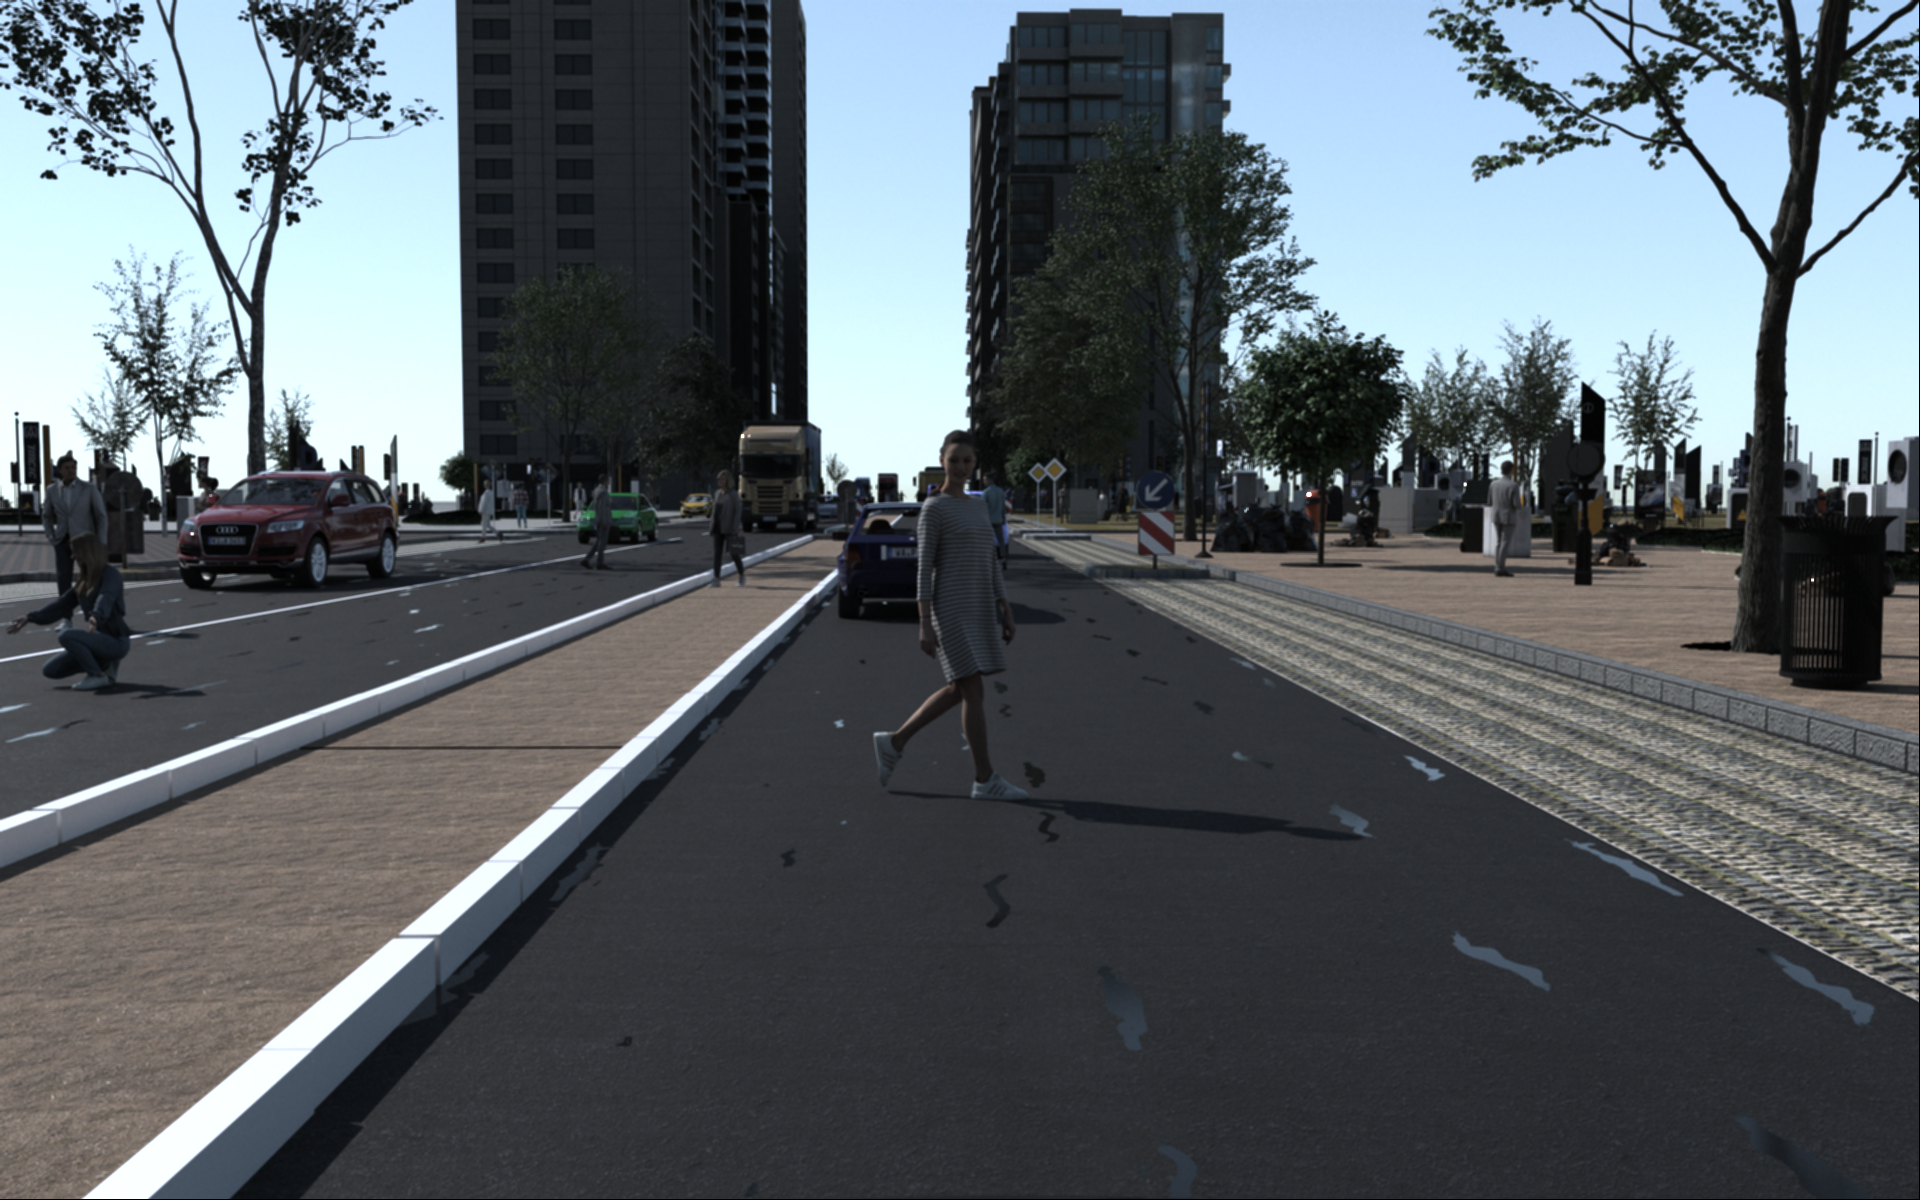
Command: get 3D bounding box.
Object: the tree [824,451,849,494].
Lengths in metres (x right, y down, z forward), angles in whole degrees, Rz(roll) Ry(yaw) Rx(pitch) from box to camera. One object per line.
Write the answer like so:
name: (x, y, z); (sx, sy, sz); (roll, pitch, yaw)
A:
tree: (-21.372, -21.171, 296.514); (4.737, 8.622, 4.395); (0, 3, 0)

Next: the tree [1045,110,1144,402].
tree: (6.196, -7.412, 46.941); (9.928, 11.665, 9.643); (0, 3, 0)

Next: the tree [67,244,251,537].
tree: (-23.645, -6.201, 51.742); (4.360, 8.622, 3.978); (0, 3, 0)

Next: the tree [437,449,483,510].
tree: (-36.078, -8.672, 125.506); (4.285, 4.588, 4.351); (0, 3, 0)

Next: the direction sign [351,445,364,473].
direction sign: (-28.121, -5.440, 80.942); (0.876, 3.537, 0.379); (2, 4, 34)

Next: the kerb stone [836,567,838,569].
kerb stone: (-2.057, -0.424, 29.122); (0.120, 0.150, 1.000); (0, 4, -1)

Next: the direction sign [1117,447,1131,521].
direction sign: (7.966, -5.624, 83.954); (0.379, 3.537, 0.876); (-3, 5, -42)

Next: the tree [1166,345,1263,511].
tree: (12.973, -8.186, 84.209); (4.360, 8.622, 3.978); (0, 3, 0)

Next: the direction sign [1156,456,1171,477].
direction sign: (12.200, -6.842, 103.861); (0.876, 3.537, 0.379); (0, 4, -4)

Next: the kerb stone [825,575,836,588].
kerb stone: (-1.991, -0.234, 26.053); (0.120, 0.150, 1.000); (0, 4, -1)

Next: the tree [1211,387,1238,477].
tree: (17.859, -9.419, 104.371); (4.737, 8.622, 4.395); (0, 3, 0)

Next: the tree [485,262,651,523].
tree: (-17.507, -9.262, 77.185); (9.928, 11.665, 9.643); (0, 3, 0)

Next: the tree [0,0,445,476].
tree: (-17.612, -11.318, 40.947); (12.611, 20.169, 13.585); (0, 3, 0)

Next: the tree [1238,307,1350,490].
tree: (13.510, -7.155, 67.347); (4.737, 8.622, 4.395); (0, 3, 0)

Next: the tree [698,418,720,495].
tree: (-19.000, -11.125, 132.256); (4.360, 8.622, 3.978); (0, 3, 0)

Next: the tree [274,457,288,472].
tree: (-50.674, -9.072, 132.047); (4.285, 4.588, 4.351); (0, 3, 0)

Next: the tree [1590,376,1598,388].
tree: (29.283, -8.278, 85.708); (4.360, 8.622, 3.978); (0, 3, 0)

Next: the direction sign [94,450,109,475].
direction sign: (-43.834, -5.905, 88.539); (0.379, 3.537, 0.876); (1, 4, 23)

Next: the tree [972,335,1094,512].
tree: (4.802, -12.530, 121.874); (9.611, 12.733, 9.660); (0, 3, 0)

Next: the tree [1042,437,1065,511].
tree: (7.837, -11.111, 132.021); (4.360, 8.622, 3.978); (0, 3, 0)

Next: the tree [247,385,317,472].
tree: (-45.163, -10.138, 116.113); (4.737, 8.622, 4.395); (0, 3, 0)

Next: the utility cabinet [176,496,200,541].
utility cabinet: (-20.987, -2.232, 47.654); (1.020, 1.237, 0.306); (-1, 4, -22)

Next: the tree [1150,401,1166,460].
tree: (16.202, -10.962, 129.597); (4.360, 8.622, 3.978); (0, 3, 0)

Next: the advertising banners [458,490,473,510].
advertising banners: (-38.960, -8.564, 136.214); (2.074, 3.025, 0.090); (3, 5, 42)

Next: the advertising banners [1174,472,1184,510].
advertising banners: (17.028, -8.597, 136.743); (2.074, 3.025, 0.090); (1, 4, 20)

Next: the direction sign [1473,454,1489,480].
direction sign: (29.478, -6.487, 98.052); (0.876, 3.537, 0.379); (1, 4, 18)

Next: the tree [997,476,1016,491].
tree: (4.181, -9.228, 145.472); (1.663, 3.219, 1.824); (0, 3, 0)

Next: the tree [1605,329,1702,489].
tree: (31.149, -7.839, 78.523); (4.737, 8.622, 4.395); (0, 3, 0)

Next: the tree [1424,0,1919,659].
tree: (6.617, -5.376, 13.647); (9.928, 11.665, 9.643); (0, 3, 0)

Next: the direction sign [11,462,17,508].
direction sign: (-66.611, -7.957, 122.091); (0.379, 3.537, 0.876); (0, 4, 1)

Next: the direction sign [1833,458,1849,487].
direction sign: (55.650, -7.186, 109.490); (0.876, 3.537, 0.379); (1, 4, 20)

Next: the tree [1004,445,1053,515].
tree: (4.428, -7.667, 109.065); (4.285, 4.588, 4.351); (0, 3, 0)

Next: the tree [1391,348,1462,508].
tree: (23.800, -8.209, 84.576); (4.737, 8.622, 4.395); (0, 3, 0)

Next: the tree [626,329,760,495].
tree: (-18.576, -12.456, 120.662); (9.611, 12.733, 9.660); (0, 3, 0)

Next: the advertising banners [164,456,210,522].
advertising banners: (-35.824, -5.142, 80.252); (2.074, 3.025, 0.090); (0, 4, -8)

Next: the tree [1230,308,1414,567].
tree: (6.387, -2.880, 30.796); (4.285, 4.588, 4.351); (0, 3, 0)

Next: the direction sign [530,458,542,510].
direction sign: (-26.678, -7.156, 108.996); (0.876, 3.537, 0.379); (1, 4, 20)

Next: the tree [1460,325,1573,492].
tree: (24.958, -7.694, 76.165); (4.737, 8.622, 4.395); (0, 3, 0)

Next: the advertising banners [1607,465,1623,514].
advertising banners: (38.809, -6.606, 104.190); (2.074, 3.025, 0.090); (0, 4, 6)

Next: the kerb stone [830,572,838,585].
kerb stone: (-2.009, -0.298, 27.075); (0.120, 0.150, 1.000); (0, 4, -1)

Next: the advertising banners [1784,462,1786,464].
advertising banners: (44.333, -5.898, 92.619); (0.090, 3.025, 2.074); (0, 4, 8)

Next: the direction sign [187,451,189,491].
direction sign: (-41.036, -6.124, 92.129); (0.379, 3.537, 0.876); (-2, 4, -26)

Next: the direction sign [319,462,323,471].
direction sign: (-45.522, -8.013, 123.002); (0.379, 3.537, 0.876); (1, 4, 16)

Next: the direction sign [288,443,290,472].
direction sign: (-29.555, -5.183, 76.741); (0.379, 3.537, 0.876); (-3, 5, -45)

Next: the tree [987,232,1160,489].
tree: (5.054, -9.653, 75.961); (7.486, 12.596, 7.792); (0, 3, 0)

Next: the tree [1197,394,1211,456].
tree: (17.841, -10.193, 117.011); (4.737, 8.622, 4.395); (0, 3, 0)

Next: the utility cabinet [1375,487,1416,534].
utility cabinet: (13.786, -2.833, 55.000); (1.173, 1.500, 0.318); (3, 5, 44)

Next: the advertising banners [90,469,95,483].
advertising banners: (-60.100, -7.487, 118.600); (2.074, 3.025, 0.090); (-1, 4, -13)

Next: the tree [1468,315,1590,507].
tree: (22.954, -7.349, 70.522); (4.360, 8.622, 3.978); (0, 3, 0)

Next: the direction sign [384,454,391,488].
direction sign: (-31.923, -6.423, 97.014); (0.876, 3.537, 0.379); (2, 4, 29)

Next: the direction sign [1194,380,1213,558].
direction sign: (4.916, -2.619, 34.813); (0.379, 3.537, 0.876); (0, 4, -1)

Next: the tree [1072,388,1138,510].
tree: (9.258, -9.706, 109.059); (4.360, 8.622, 3.978); (0, 3, 0)

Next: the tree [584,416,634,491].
tree: (-26.968, -11.230, 133.964); (4.360, 8.622, 3.978); (0, 3, 0)

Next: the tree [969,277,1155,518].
tree: (5.508, -11.271, 94.647); (12.009, 13.543, 11.850); (0, 3, 0)

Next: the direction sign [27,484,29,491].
direction sign: (-59.352, -7.236, 110.297); (0.379, 3.537, 0.876); (-2, 4, -30)

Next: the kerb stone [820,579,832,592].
kerb stone: (-1.971, -0.173, 25.028); (0.120, 0.150, 1.000); (0, 4, -1)

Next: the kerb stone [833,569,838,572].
kerb stone: (-2.033, -0.358, 28.101); (0.120, 0.150, 1.000); (0, 4, -1)

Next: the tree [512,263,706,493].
tree: (-18.258, -11.075, 91.442); (12.009, 13.543, 11.850); (0, 3, 0)
